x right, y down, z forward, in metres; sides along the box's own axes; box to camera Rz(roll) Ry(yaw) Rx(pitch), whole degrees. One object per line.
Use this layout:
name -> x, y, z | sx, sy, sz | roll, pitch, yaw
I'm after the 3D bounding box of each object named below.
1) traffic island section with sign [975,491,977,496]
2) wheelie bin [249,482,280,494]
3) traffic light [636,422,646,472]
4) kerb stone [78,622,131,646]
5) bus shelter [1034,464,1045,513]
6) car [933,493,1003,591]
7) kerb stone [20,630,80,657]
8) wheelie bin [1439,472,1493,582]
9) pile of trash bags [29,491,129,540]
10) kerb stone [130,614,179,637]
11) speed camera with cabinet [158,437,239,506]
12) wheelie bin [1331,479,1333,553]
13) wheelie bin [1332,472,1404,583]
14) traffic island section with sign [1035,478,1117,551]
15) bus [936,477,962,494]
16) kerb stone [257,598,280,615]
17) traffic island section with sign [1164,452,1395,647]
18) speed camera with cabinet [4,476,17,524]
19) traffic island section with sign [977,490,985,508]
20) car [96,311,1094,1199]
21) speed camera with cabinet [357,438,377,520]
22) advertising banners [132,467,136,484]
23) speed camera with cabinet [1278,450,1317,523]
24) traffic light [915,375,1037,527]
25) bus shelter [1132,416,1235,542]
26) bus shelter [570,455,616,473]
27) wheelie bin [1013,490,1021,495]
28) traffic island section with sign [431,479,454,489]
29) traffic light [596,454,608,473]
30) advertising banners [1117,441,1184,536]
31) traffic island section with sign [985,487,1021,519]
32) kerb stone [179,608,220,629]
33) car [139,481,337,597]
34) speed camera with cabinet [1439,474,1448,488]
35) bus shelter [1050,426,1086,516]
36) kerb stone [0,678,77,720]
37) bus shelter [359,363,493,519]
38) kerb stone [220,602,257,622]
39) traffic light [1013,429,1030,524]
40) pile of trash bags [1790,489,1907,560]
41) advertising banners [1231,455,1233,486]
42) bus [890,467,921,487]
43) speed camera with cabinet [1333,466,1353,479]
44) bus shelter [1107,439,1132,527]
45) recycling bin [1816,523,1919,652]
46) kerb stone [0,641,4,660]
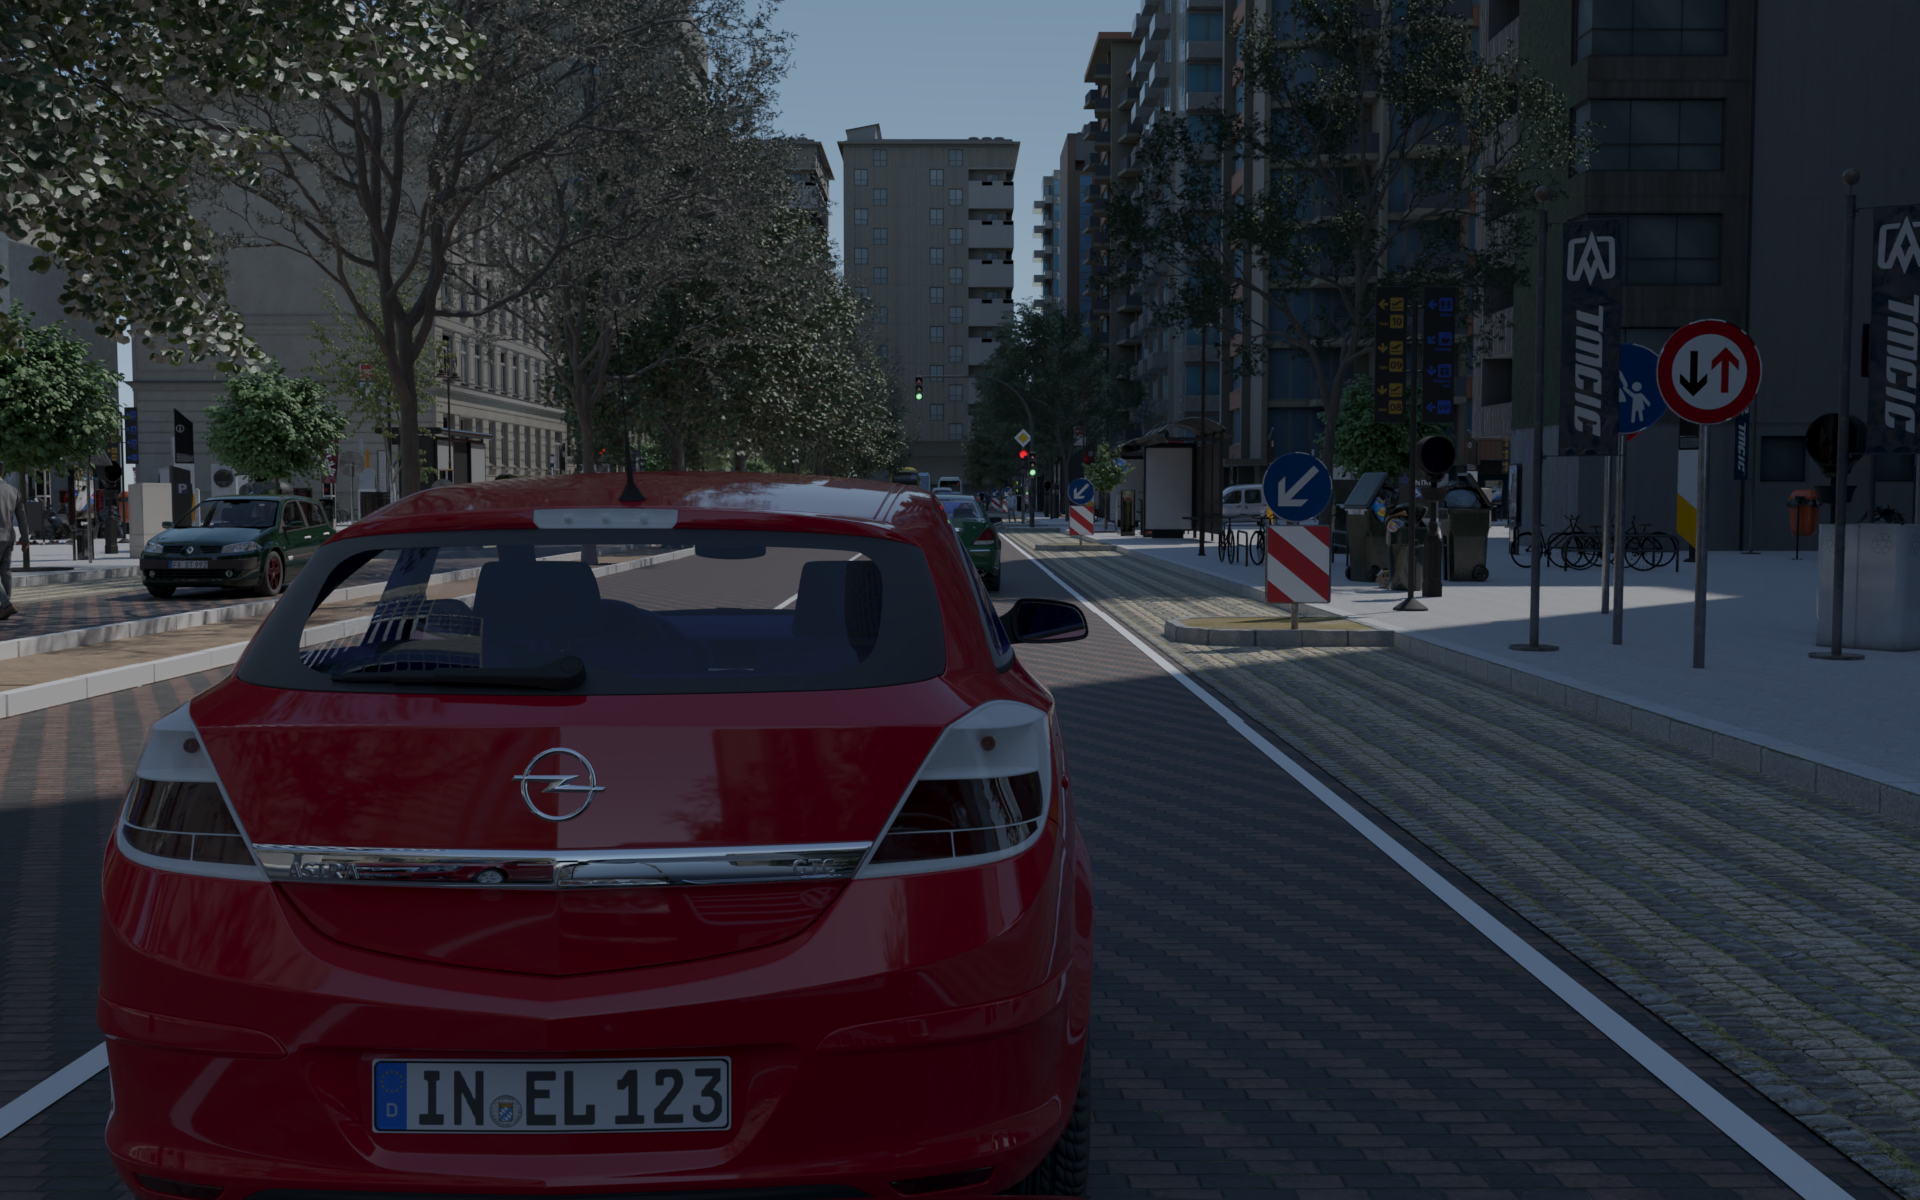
traffic island section with sign -> 2.184, -10.294, 176.935 | 1.989, 1.847, 2.006 | 0, 4, 0
wheelie bin -> -18.144, -2.287, 45.292 | 0.980, 1.594, 0.693 | -1, 4, -22
traffic light -> -11.668, -6.107, 74.520 | 4.771, 5.953, 1.251 | 0, 4, 0
kerb stone -> -8.294, 0.339, 16.660 | 0.120, 0.150, 1.000 | 0, 4, 0
bus shelter -> 6.194, -8.991, 124.631 | 2.179, 5.291, 8.768 | 0, 4, 0
car -> -0.358, -0.936, 27.095 | 2.131, 1.459, 4.920 | 0, 4, -2
kerb stone -> -8.278, 0.401, 15.635 | 0.120, 0.150, 1.000 | 0, 4, 0
wheelie bin -> 7.434, -1.078, 25.534 | 0.693, 1.594, 0.980 | 0, 4, 1
pile of trash bags -> -24.969, -2.459, 49.962 | 1.912, 1.369, 3.447 | 1, 4, 12
kerb stone -> -8.289, 0.276, 17.682 | 0.120, 0.150, 1.000 | 0, 4, 0
speed camera with cabinet -> -22.089, -3.423, 50.295 | 2.038, 3.252, 0.660 | -1, 4, -15
wheelie bin -> 8.263, -1.802, 37.366 | 0.980, 1.594, 0.693 | 0, 4, -6
wheelie bin -> 6.072, -1.071, 25.426 | 0.693, 1.594, 0.980 | -1, 4, -19
traffic island section with sign -> 2.918, -2.166, 44.044 | 1.989, 1.847, 2.006 | 0, 4, 0
bus -> -1.179, -12.210, 194.492 | 2.948, 3.499, 13.247 | 0, 4, -1
kerb stone -> -8.303, 0.090, 20.760 | 0.120, 0.150, 1.000 | 0, 4, 0
traffic island section with sign -> 3.066, -0.517, 17.089 | 1.989, 1.847, 2.006 | 0, 4, 0
speed camera with cabinet -> -41.588, -4.953, 75.313 | 0.660, 3.252, 2.038 | -3, 5, -42
traffic island section with sign -> 2.463, -7.225, 126.762 | 1.989, 1.847, 2.006 | 0, 4, 0
car -> -0.671, 0.257, 4.841 | 2.155, 1.783, 4.494 | 0, 4, -1
speed camera with cabinet -> -20.879, -4.076, 60.984 | 0.660, 3.252, 2.038 | -1, 4, -18
advertising banners -> -53.209, -7.130, 112.759 | 0.090, 3.025, 2.074 | 1, 4, 10
speed camera with cabinet -> 14.995, -5.055, 76.979 | 2.038, 3.252, 0.660 | 0, 4, 4
traffic light -> 0.654, -5.613, 66.442 | 4.771, 5.953, 1.251 | 0, 4, 0
bus shelter -> 6.127, -3.299, 47.858 | 2.014, 3.302, 5.546 | 0, 3, 0
bus shelter -> -16.445, -5.277, 80.198 | 2.014, 3.302, 5.546 | 0, 4, 0
wheelie bin -> 4.734, -8.523, 147.265 | 0.980, 1.594, 0.693 | 1, 4, 15
traffic island section with sign -> -13.301, -2.176, 44.204 | 1.989, 1.847, 2.006 | 0, 4, 0
traffic light -> -13.715, -4.744, 66.489 | 0.839, 4.253, 0.868 | 0, 4, 0
advertising banners -> 5.847, -3.472, 52.959 | 2.074, 3.025, 0.090 | 0, 4, -8
traffic island section with sign -> 2.607, -5.545, 99.292 | 1.989, 1.847, 2.006 | 0, 4, 0
kerb stone -> -8.298, 0.213, 18.714 | 0.120, 0.150, 1.000 | 0, 4, 0
car -> -10.457, -0.956, 25.417 | 2.009, 1.686, 4.222 | 0, 4, -1
speed camera with cabinet -> 21.222, -4.883, 74.169 | 2.038, 3.252, 0.660 | 0, 4, 6
bus shelter -> 6.388, -7.494, 100.160 | 2.179, 5.291, 8.768 | 0, 4, 0
kerb stone -> -6.155, 0.649, 11.586 | 0.120, 0.150, 1.000 | 0, 4, 0
bus shelter -> -17.243, -4.768, 55.596 | 2.179, 5.291, 8.768 | 0, 3, 0
kerb stone -> -8.299, 0.151, 19.736 | 0.120, 0.150, 1.000 | 0, 4, 0
traffic light -> 2.702, -5.239, 74.580 | 0.839, 4.253, 0.868 | 0, 4, 0
pile of trash bags -> 17.448, -1.414, 32.879 | 1.912, 1.369, 3.447 | -3, 5, -41
advertising banners -> 12.231, -4.977, 77.562 | 0.090, 3.025, 2.074 | 1, 4, 13
bus -> -5.020, -10.253, 159.185 | 2.896, 3.916, 12.252 | 0, 4, -1
speed camera with cabinet -> 11.601, -3.444, 50.643 | 0.660, 3.252, 2.038 | 3, 4, 39
bus shelter -> 6.528, -4.314, 64.453 | 2.014, 3.302, 5.546 | 0, 4, 0
recycling bin -> 7.702, -0.120, 14.508 | 0.722, 1.027, 0.722 | -3, 4, -36
kerb stone -> -8.282, 0.464, 14.613 | 0.120, 0.150, 1.000 | 0, 4, 0
